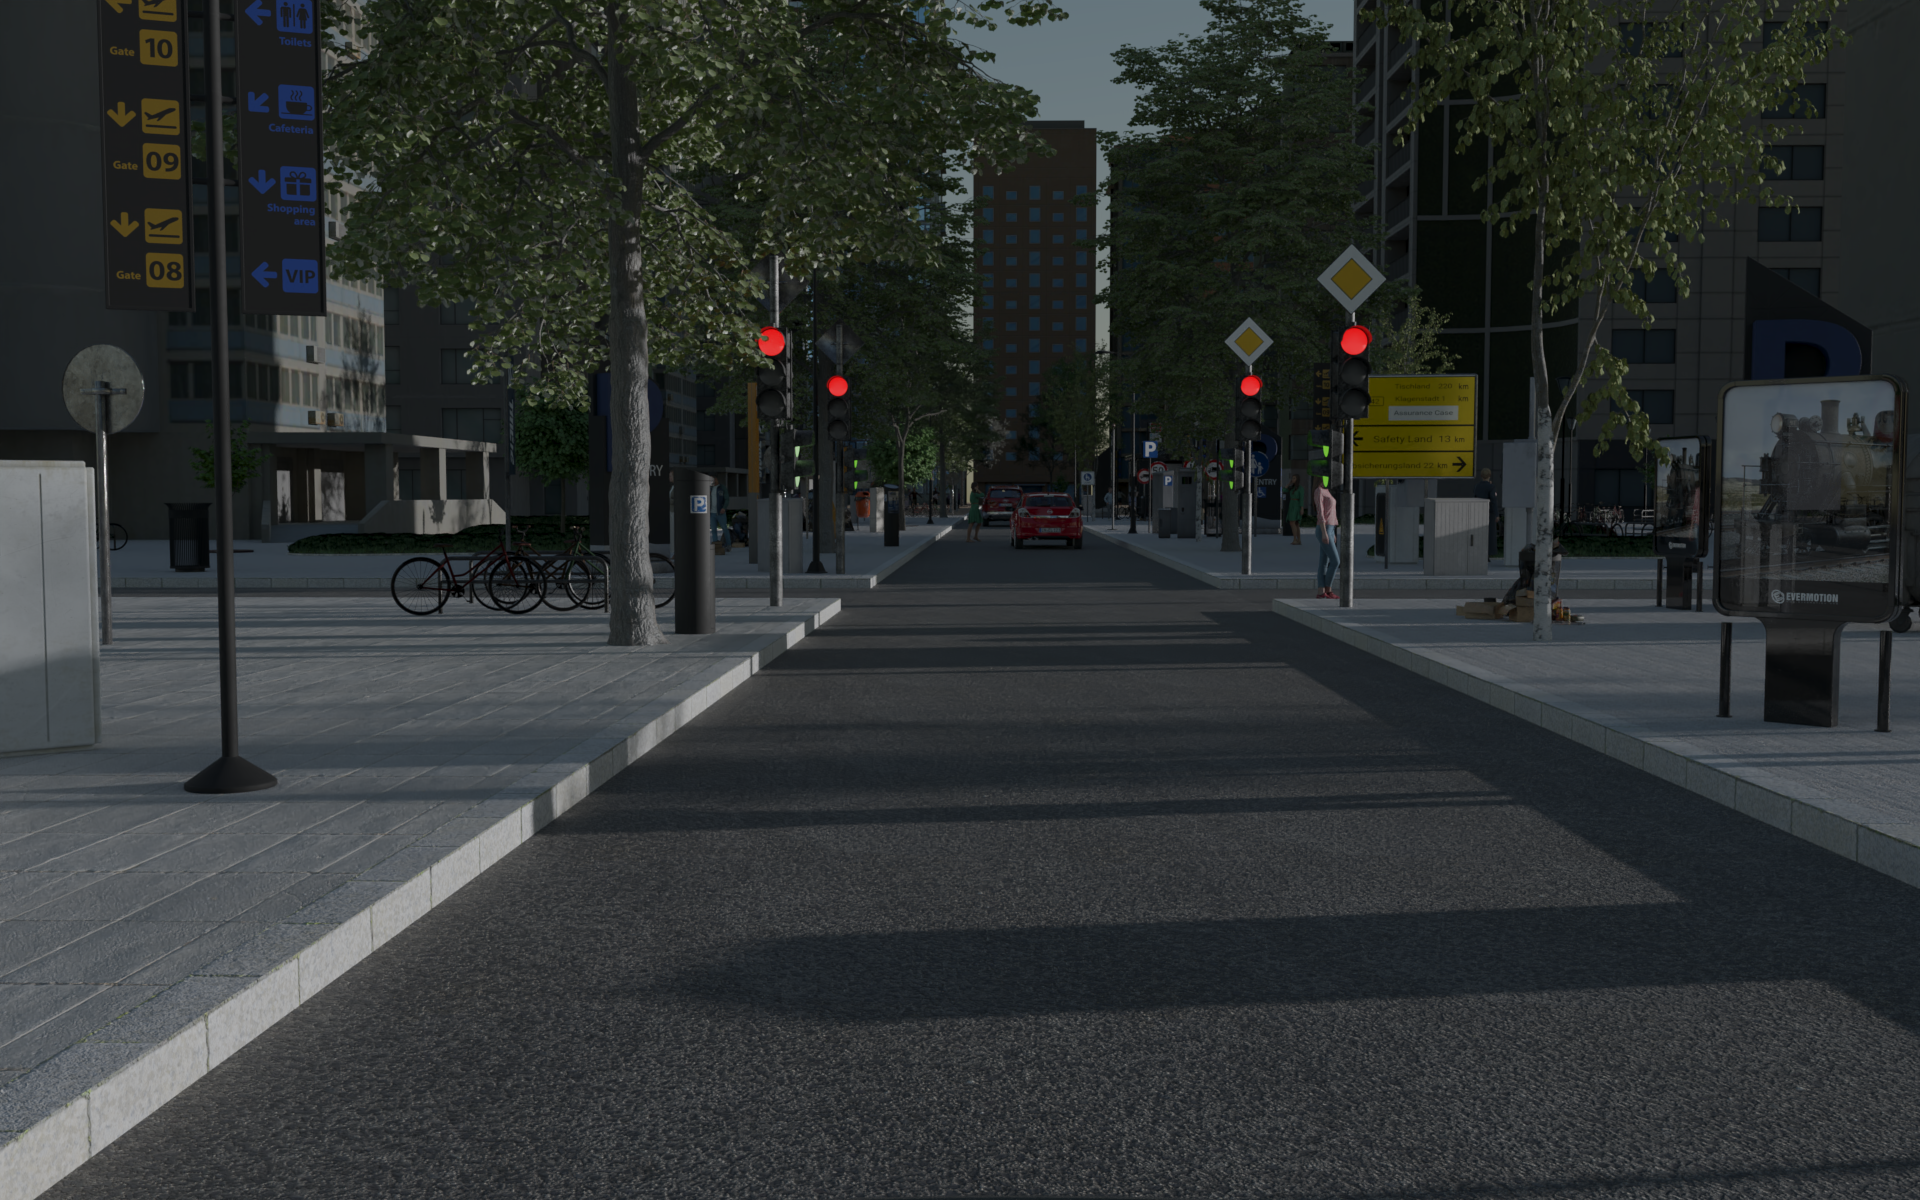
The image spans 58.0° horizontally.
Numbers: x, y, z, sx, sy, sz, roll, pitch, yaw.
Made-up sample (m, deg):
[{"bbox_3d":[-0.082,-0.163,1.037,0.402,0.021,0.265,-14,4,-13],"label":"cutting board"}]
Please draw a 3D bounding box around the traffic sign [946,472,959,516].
[{"bbox_3d":[-0.422,-6.156,100.749,0.768,2.556,0.104,0,4,6],"label":"traffic sign"}]

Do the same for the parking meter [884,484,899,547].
[{"bbox_3d":[-1.678,-2.081,42.435,0.372,1.533,0.369,0,3,0],"label":"parking meter"}]

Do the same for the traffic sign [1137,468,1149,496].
[{"bbox_3d":[9.186,-5.270,86.272,0.768,2.556,0.104,0,4,7],"label":"traffic sign"}]

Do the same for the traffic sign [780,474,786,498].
[{"bbox_3d":[-5.393,-3.248,53.208,0.768,2.556,0.104,0,4,4],"label":"traffic sign"}]

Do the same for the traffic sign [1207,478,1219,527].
[{"bbox_3d":[9.946,-4.083,66.762,0.884,2.594,0.081,1,4,9],"label":"traffic sign"}]

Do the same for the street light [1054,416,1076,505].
[{"bbox_3d":[6.240,-7.925,102.111,1.470,5.913,1.316,0,4,1],"label":"street light"}]

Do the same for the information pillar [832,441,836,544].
[{"bbox_3d":[-3.186,-3.150,42.862,0.183,3.616,0.504,1,4,13],"label":"information pillar"}]

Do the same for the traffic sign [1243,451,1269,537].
[{"bbox_3d":[8.844,-3.161,51.793,0.768,2.556,0.104,0,4,8],"label":"traffic sign"}]

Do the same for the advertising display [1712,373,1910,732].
[{"bbox_3d":[4.692,-0.269,9.610,0.123,1.923,0.974,-3,5,-44],"label":"advertising display"}]

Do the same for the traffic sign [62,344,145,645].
[{"bbox_3d":[-7.276,-0.893,14.702,0.768,2.556,0.104,1,4,9],"label":"traffic sign"}]

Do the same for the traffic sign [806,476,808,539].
[{"bbox_3d":[-4.367,-3.024,49.443,0.884,2.594,0.081,0,4,6],"label":"traffic sign"}]

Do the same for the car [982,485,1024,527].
[{"bbox_3d":[2.012,-4.215,77.587,2.281,1.827,5.304,0,4,1],"label":"car"}]

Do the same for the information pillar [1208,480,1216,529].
[{"bbox_3d":[9.352,-3.641,64.018,0.304,2.012,0.304,0,4,-7],"label":"information pillar"}]

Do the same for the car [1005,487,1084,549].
[{"bbox_3d":[2.292,-2.298,46.605,2.155,1.783,4.494,0,4,0],"label":"car"}]

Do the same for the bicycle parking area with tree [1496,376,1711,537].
[{"bbox_3d":[17.248,-3.438,43.214,8.231,4.147,9.016,0,4,-2],"label":"bicycle parking area with tree"}]

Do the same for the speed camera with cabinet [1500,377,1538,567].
[{"bbox_3d":[9.766,-2.188,30.106,0.660,3.252,2.038,1,4,21],"label":"speed camera with cabinet"}]

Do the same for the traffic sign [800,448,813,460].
[{"bbox_3d":[-3.949,-2.862,46.902,0.768,2.556,0.104,0,4,2],"label":"traffic sign"}]

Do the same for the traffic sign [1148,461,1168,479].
[{"bbox_3d":[7.730,-4.129,67.617,0.768,2.556,0.104,0,4,8],"label":"traffic sign"}]

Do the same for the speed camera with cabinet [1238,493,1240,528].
[{"bbox_3d":[9.972,-3.971,59.254,0.660,3.252,2.038,0,4,-2],"label":"speed camera with cabinet"}]

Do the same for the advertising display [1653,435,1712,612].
[{"bbox_3d":[8.013,-0.859,19.258,0.123,1.923,0.974,0,4,-7],"label":"advertising display"}]

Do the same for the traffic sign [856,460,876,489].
[{"bbox_3d":[-3.756,-5.183,78.623,2.265,3.308,0.079,0,4,4],"label":"traffic sign"}]

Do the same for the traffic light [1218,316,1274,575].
[{"bbox_3d":[4.557,-2.364,27.567,0.839,4.253,0.868,0,4,1],"label":"traffic light"}]

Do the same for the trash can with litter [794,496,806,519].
[{"bbox_3d":[-5.496,-3.189,63.194,2.233,1.210,1.678,0,4,4],"label":"trash can with litter"}]

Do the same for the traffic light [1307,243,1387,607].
[{"bbox_3d":[4.373,-1.875,19.584,0.839,4.253,0.868,0,4,1],"label":"traffic light"}]

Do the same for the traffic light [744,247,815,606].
[{"bbox_3d":[-2.087,-1.884,19.717,0.839,4.253,0.868,0,4,1],"label":"traffic light"}]

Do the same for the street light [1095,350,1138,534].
[{"bbox_3d":[5.066,-5.110,56.081,1.470,5.913,1.316,0,4,1],"label":"street light"}]

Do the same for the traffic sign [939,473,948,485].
[{"bbox_3d":[-0.908,-6.310,103.267,0.768,2.556,0.104,0,4,2],"label":"traffic sign"}]

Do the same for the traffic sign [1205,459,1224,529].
[{"bbox_3d":[9.322,-3.888,63.668,0.768,2.556,0.104,0,4,5],"label":"traffic sign"}]

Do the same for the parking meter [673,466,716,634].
[{"bbox_3d":[-2.446,-0.462,15.958,0.372,1.533,0.369,0,3,0],"label":"parking meter"}]

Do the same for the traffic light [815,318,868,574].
[{"bbox_3d":[-1.903,-2.372,27.700,0.839,4.253,0.868,0,4,1],"label":"traffic light"}]

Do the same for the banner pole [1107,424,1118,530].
[{"bbox_3d":[5.441,-4.397,61.906,0.401,3.779,0.863,0,4,-3],"label":"banner pole"}]

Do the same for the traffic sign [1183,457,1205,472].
[{"bbox_3d":[8.071,-3.647,59.729,0.768,2.556,0.104,0,4,8],"label":"traffic sign"}]

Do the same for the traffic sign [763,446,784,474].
[{"bbox_3d":[-4.555,-2.654,43.499,0.768,2.556,0.104,0,4,3],"label":"traffic sign"}]

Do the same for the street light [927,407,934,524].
[{"bbox_3d":[-0.729,-6.199,73.900,1.470,5.913,1.316,0,4,1],"label":"street light"}]

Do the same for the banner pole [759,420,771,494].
[{"bbox_3d":[-5.643,-3.651,49.707,0.863,3.779,0.401,0,4,7],"label":"banner pole"}]

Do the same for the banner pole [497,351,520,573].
[{"bbox_3d":[-7.230,-2.312,27.823,0.401,3.779,0.863,-2,4,-26],"label":"banner pole"}]

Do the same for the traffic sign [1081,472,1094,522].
[{"bbox_3d":[5.827,-4.707,79.089,0.606,2.300,0.079,1,4,9],"label":"traffic sign"}]

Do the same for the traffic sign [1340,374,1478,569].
[{"bbox_3d":[7.620,-2.180,29.515,2.265,3.308,0.079,0,4,8],"label":"traffic sign"}]

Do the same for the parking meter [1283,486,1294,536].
[{"bbox_3d":[10.080,-2.732,53.074,0.372,1.533,0.369,0,3,0],"label":"parking meter"}]

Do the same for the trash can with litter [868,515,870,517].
[{"bbox_3d":[-4.716,-5.351,98.547,2.233,1.210,1.678,0,4,-2],"label":"trash can with litter"}]

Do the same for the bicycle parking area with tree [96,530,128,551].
[{"bbox_3d":[-22.354,-3.033,36.593,9.016,4.147,8.231,1,4,9],"label":"bicycle parking area with tree"}]

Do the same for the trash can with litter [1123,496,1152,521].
[{"bbox_3d":[8.633,-4.346,82.111,1.678,1.210,2.233,0,3,0],"label":"trash can with litter"}]

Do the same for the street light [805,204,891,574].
[{"bbox_3d":[-1.789,-3.384,27.867,1.470,5.913,1.316,0,4,1],"label":"street light"}]

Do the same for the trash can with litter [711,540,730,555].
[{"bbox_3d":[-5.414,-1.529,36.385,1.055,1.170,0.624,-2,4,-27],"label":"trash can with litter"}]
